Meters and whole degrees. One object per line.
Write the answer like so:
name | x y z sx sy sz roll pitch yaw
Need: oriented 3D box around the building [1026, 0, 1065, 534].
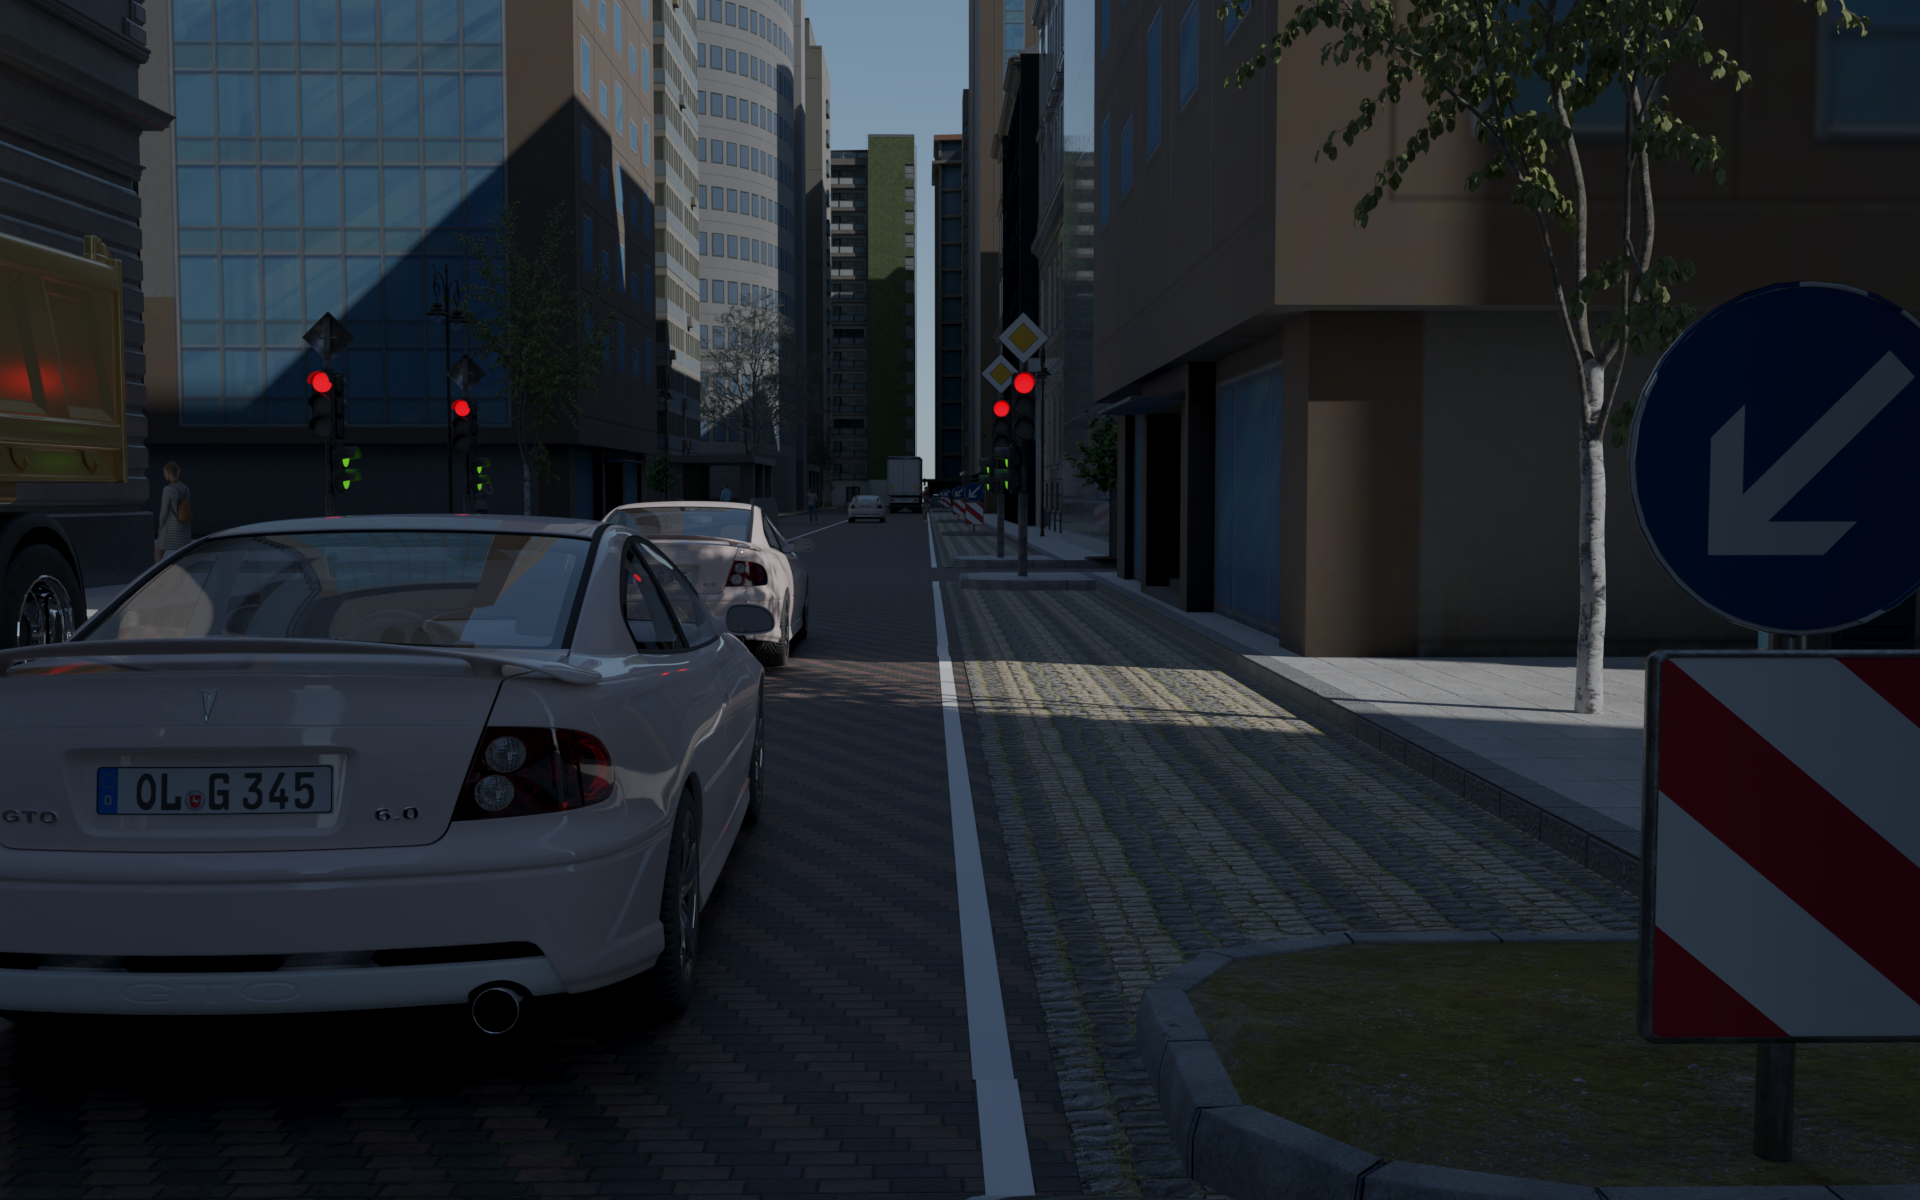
building | 9.432 -16.641 57.989 13.634 28.700 20.117 0 4 -1

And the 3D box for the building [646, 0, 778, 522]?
building | -25.381 -23.813 81.224 32.217 40.220 23.993 0 4 -1

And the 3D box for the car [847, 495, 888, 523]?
car | -4.732 -4.641 88.249 2.083 1.381 4.827 0 4 -1

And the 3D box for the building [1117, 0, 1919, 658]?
building | 9.122 -22.563 19.012 14.600 45.320 14.200 0 4 -1

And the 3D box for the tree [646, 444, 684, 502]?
tree | -11.487 -4.426 66.966 1.663 3.219 1.824 0 3 0

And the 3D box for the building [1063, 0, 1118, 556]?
building | 12.860 -13.628 40.834 19.932 24.808 12.078 0 4 -1

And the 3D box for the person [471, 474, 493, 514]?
person | -12.658 -2.429 45.941 0.473 1.802 0.592 -2 4 -34

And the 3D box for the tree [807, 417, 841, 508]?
tree | -12.947 -12.968 162.390 4.360 8.622 3.978 0 3 0

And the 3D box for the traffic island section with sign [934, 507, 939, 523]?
traffic island section with sign | -0.174 -4.779 86.770 1.989 1.847 2.006 0 4 -1

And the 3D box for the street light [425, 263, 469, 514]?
street light | -10.297 -3.799 34.903 0.468 5.910 1.993 0 4 -1

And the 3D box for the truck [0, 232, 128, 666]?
truck | -6.702 -0.677 6.989 3.469 3.379 9.791 0 4 -3

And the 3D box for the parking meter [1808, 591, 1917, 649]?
parking meter | 2.868 0.009 5.566 0.255 1.863 0.399 0 4 3

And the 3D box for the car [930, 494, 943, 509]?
car | -2.005 -9.601 168.971 2.014 1.417 4.499 0 3 0

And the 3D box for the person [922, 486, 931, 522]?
person | -1.711 -4.843 87.651 0.573 1.828 0.580 -2 4 -28

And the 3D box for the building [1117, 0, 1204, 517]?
building | 8.076 -28.673 118.909 14.600 45.320 14.200 0 4 -1

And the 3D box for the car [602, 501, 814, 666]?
car | -2.399 -0.209 15.775 2.083 1.381 4.827 0 4 -2

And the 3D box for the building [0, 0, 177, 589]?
building | -21.064 -11.690 20.004 19.941 23.489 11.050 0 4 -1

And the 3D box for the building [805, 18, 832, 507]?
building | -24.074 -33.688 174.493 21.600 48.544 21.300 0 4 -1

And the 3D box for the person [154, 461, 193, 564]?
person | -10.096 -0.931 22.261 0.522 1.701 0.512 1 4 16

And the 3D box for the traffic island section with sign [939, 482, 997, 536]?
traffic island section with sign | 0.363 -3.118 59.603 1.989 1.847 2.006 0 4 -1

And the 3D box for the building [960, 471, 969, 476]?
building | 12.077 -32.809 156.043 23.786 49.044 30.456 0 4 -1

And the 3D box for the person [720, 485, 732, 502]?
person | -13.273 -5.653 98.485 0.660 1.820 0.620 -2 4 -35

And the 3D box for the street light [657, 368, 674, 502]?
street light | -10.818 -5.559 63.680 0.468 5.910 1.993 0 4 -1

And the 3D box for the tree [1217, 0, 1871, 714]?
tree | 3.466 -3.637 9.826 4.737 8.622 4.395 0 3 0

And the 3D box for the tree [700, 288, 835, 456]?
tree | -12.491 -11.796 103.232 12.009 13.543 11.850 0 3 0

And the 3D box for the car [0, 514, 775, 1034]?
car | -1.727 0.383 6.099 2.083 1.381 4.827 0 4 -3

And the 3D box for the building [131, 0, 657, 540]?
building | -17.701 -24.713 54.169 14.600 45.320 14.200 0 4 -1

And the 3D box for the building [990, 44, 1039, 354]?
building | 8.341 -18.316 96.732 12.463 27.353 25.104 0 4 -1

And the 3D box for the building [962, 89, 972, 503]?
building | 7.193 -30.266 178.439 14.154 41.232 14.086 0 4 -1

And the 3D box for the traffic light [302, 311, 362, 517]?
traffic light | -9.698 -2.310 26.684 0.839 4.253 0.868 0 4 -1

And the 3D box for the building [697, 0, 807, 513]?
building | -22.440 -35.518 122.717 21.231 58.520 28.212 0 4 -1

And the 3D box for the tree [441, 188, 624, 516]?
tree | -10.504 -5.656 42.833 4.737 8.622 4.395 0 3 0

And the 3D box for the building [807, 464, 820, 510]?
building | -22.562 -43.337 146.810 20.563 71.187 20.611 0 4 -1

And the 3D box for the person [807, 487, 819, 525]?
person | -6.896 -4.425 81.434 0.593 1.750 0.643 -1 4 -11

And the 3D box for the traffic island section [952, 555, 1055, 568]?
traffic island section | 0.843 -0.778 35.009 2.009 0.180 2.903 0 4 -1

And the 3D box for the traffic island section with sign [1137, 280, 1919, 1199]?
traffic island section with sign | 1.459 0.282 4.023 1.989 1.847 2.006 0 4 -1

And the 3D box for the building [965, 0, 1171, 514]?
building | 7.738 -29.571 133.604 14.600 45.320 14.200 0 4 -1

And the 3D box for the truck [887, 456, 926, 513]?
truck | -4.172 -8.897 134.376 2.839 4.237 11.283 0 4 0

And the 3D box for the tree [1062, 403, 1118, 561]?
tree | 2.804 -2.396 33.782 1.663 3.219 1.824 0 3 0

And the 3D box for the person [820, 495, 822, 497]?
person | -13.656 -9.645 163.744 1.348 1.824 0.705 1 4 17

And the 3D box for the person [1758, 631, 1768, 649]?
person | 5.815 -0.332 12.301 0.563 1.720 0.643 -1 4 -23

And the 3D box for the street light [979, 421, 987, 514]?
street light | 1.488 -8.375 109.717 0.468 5.910 1.993 0 4 -1

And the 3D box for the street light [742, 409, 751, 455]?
street light | -11.388 -7.317 92.424 0.468 5.910 1.993 0 4 -1

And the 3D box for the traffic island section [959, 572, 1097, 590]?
traffic island section | 1.001 -0.290 27.025 2.009 0.180 2.903 0 4 -1

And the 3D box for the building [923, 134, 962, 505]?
building | 9.470 -33.649 204.779 28.867 44.769 22.147 0 4 -1

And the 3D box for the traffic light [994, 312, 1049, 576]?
traffic light | 0.960 -2.324 26.910 0.839 4.253 0.868 0 4 -1

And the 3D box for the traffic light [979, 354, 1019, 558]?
traffic light | 0.802 -2.812 34.894 0.839 4.253 0.868 0 4 -1

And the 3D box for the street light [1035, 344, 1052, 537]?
street light | 2.492 -4.859 52.232 0.468 5.910 1.993 0 4 -1

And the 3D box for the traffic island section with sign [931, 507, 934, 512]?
traffic island section with sign | -1.165 -7.857 137.084 1.989 1.847 2.006 0 4 -1

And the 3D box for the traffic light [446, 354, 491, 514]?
traffic light | -9.857 -2.798 34.668 0.839 4.253 0.868 0 4 -1

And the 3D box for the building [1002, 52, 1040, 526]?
building | 8.372 -15.091 76.419 12.332 23.373 15.834 0 4 -1

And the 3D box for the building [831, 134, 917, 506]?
building | -12.022 -31.572 199.796 14.086 41.232 14.154 0 4 -1
